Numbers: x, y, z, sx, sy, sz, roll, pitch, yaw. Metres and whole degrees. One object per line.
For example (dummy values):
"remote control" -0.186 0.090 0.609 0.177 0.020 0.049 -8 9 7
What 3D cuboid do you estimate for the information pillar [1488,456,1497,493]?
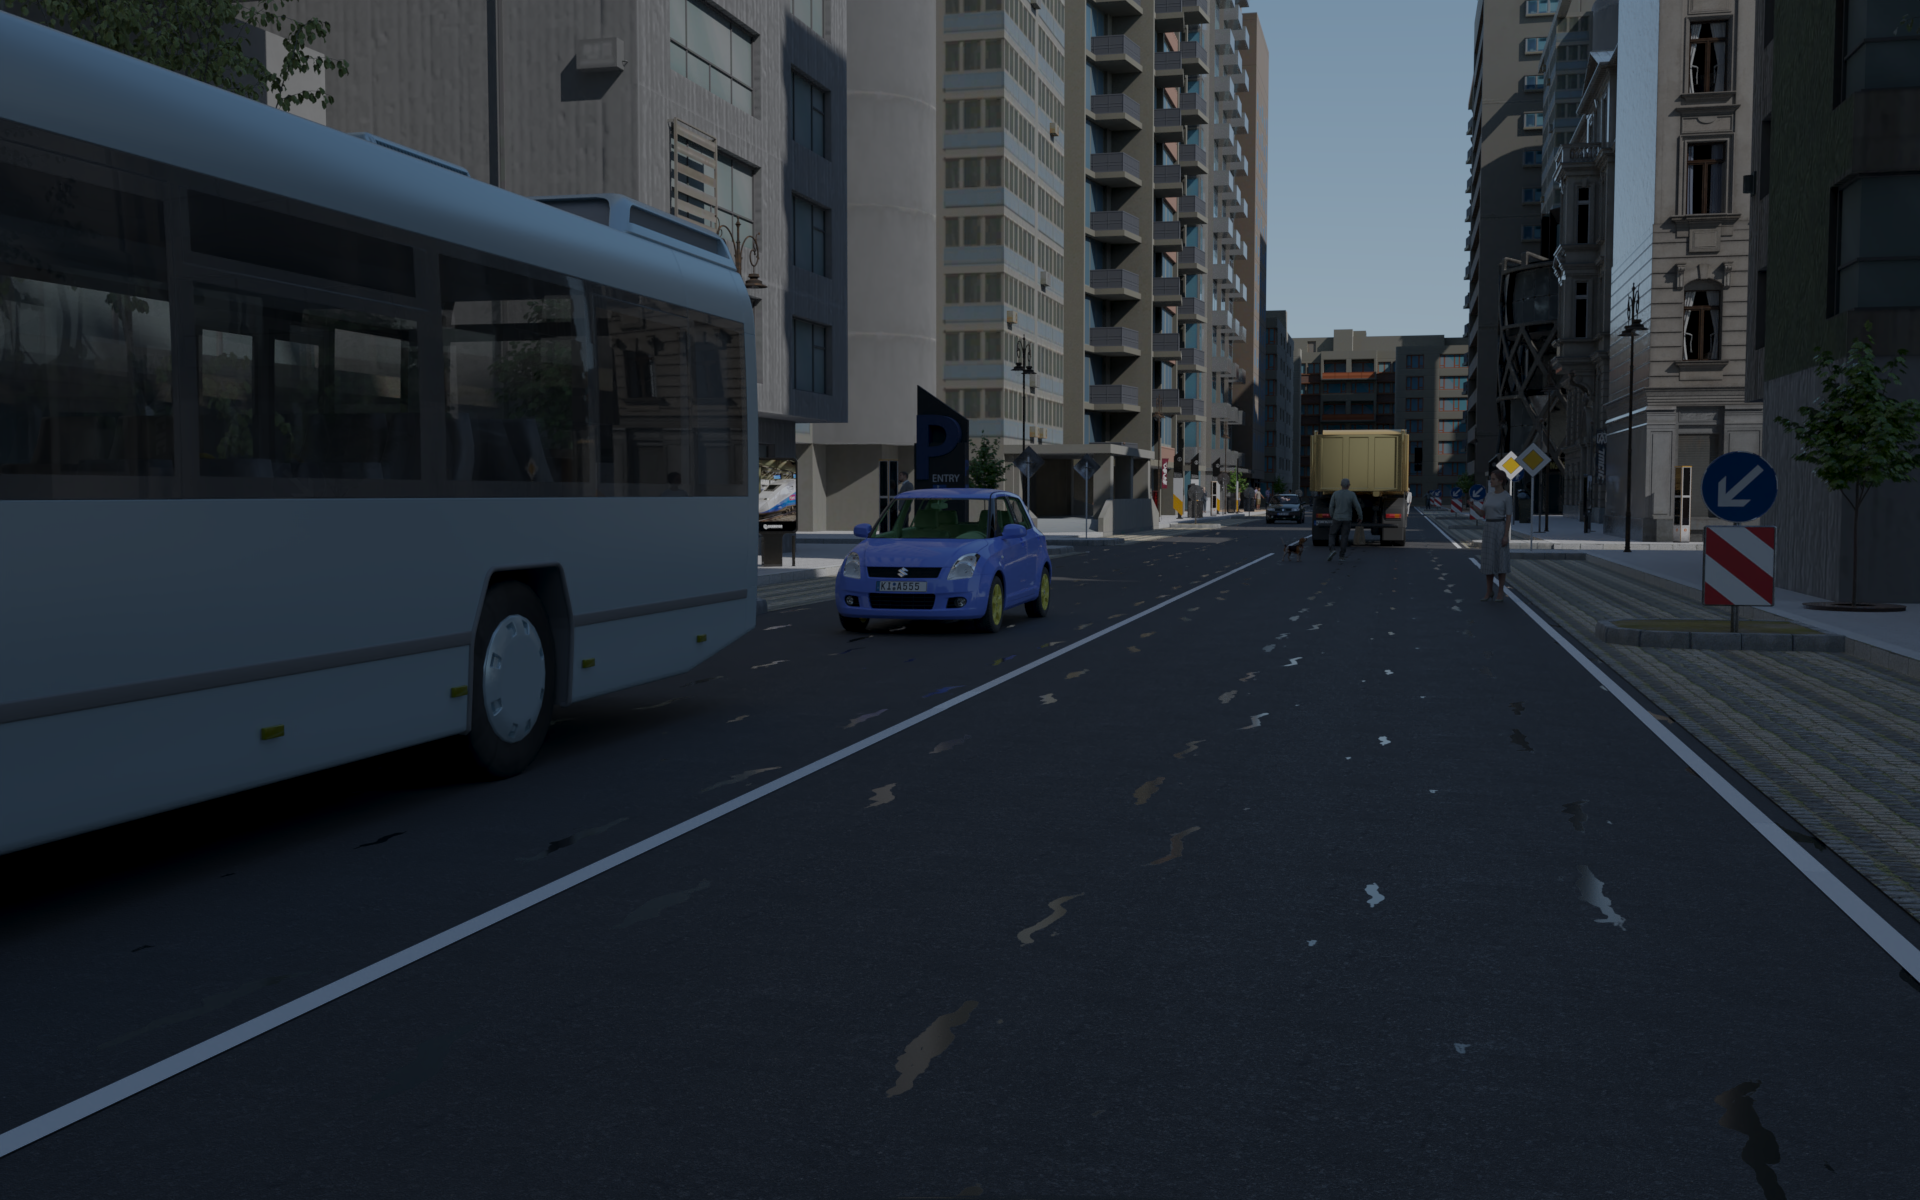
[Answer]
"information pillar" 32.267 -6.947 104.939 0.504 3.616 0.183 0 4 7

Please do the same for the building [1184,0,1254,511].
"building" 11.388 -31.853 140.412 23.786 49.044 30.456 1 4 14

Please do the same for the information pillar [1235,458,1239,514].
"information pillar" 18.079 -7.437 112.945 0.183 3.616 0.504 0 4 5

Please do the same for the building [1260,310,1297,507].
"building" 20.380 -20.885 186.506 28.899 21.520 27.650 1 4 14

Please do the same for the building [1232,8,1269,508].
"building" 21.002 -31.252 161.083 14.600 45.320 14.200 1 4 14

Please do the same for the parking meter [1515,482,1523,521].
"parking meter" 26.862 -4.743 83.265 0.399 1.863 0.255 0 4 3

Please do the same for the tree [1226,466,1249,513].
"tree" 18.815 -7.603 118.916 1.663 3.219 1.824 0 3 0

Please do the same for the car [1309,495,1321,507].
"car" 38.610 -10.651 186.729 1.945 1.354 3.894 1 4 13

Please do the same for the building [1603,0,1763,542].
"building" 28.090 -12.170 48.123 18.267 20.994 9.793 1 4 14

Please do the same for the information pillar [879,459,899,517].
"information pillar" -1.518 -1.979 36.843 0.304 2.012 0.304 3 5 42

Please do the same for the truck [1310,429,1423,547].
"truck" 11.884 -3.375 51.099 3.469 3.379 9.791 1 4 14

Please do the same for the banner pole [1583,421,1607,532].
"banner pole" 21.649 -4.211 58.862 0.401 3.779 0.863 -3 4 -37

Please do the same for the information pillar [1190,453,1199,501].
"information pillar" 13.289 -6.524 98.016 0.504 3.616 0.183 -1 4 -18

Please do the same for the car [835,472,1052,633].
"car" -0.125 -0.583 19.118 1.945 1.707 3.694 1 4 15

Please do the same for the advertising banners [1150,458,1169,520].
"advertising banners" 9.464 -5.369 83.973 2.074 3.025 0.090 -3 5 -44

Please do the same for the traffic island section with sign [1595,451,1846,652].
"traffic island section with sign" 7.251 -0.495 16.718 1.989 1.847 2.006 1 4 14

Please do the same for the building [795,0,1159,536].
"building" -9.069 -22.996 67.870 32.217 40.220 23.993 1 4 14

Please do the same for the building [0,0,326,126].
"building" -24.776 -26.187 17.392 28.713 52.752 27.495 1 4 14

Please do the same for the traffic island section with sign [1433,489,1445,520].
"traffic island section with sign" 27.728 -5.418 97.209 1.989 1.847 2.006 1 4 14

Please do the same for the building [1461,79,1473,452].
"building" 62.256 -31.759 173.880 22.147 44.769 28.867 1 4 14

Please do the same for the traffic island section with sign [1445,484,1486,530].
"traffic island section with sign" 20.934 -3.787 70.544 1.989 1.847 2.006 1 4 14

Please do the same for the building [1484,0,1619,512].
"building" 55.584 -26.547 125.920 32.217 40.220 23.993 1 4 14

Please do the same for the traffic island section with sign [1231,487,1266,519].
"traffic island section with sign" 16.754 -5.591 100.033 1.989 1.847 2.006 1 4 14

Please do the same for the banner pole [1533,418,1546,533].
"banner pole" 19.117 -4.095 56.975 0.401 3.779 0.863 1 4 15

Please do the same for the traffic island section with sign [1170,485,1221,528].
"traffic island section with sign" 10.044 -3.975 73.615 1.989 1.847 2.006 1 4 14

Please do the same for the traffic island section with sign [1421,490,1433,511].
"traffic island section with sign" 39.959 -8.361 145.326 1.989 1.847 2.006 1 4 14

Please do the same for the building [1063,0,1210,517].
"building" 2.597 -27.298 100.940 22.147 44.769 28.867 1 4 14

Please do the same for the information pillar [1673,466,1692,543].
"information pillar" 19.010 -2.514 45.594 0.304 2.012 0.304 -1 4 -18

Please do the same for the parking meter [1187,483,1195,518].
"parking meter" 12.422 -5.343 93.066 0.399 1.863 0.255 -3 5 -41

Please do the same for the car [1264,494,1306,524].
"car" 15.942 -4.587 84.785 2.009 1.686 4.222 1 4 14

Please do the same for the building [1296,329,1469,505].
"building" 49.020 -22.788 217.619 28.899 21.520 27.650 1 4 14

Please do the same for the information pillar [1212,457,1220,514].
"information pillar" 16.128 -7.192 108.947 0.504 3.616 0.183 0 4 6

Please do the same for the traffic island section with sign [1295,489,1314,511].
"traffic island section with sign" 29.131 -8.566 148.676 1.989 1.847 2.006 1 4 14

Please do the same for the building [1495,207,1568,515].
"building" 42.283 -14.723 108.168 16.820 18.784 16.811 1 4 14

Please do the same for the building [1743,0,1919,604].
"building" 18.868 -15.458 24.437 14.160 30.474 14.107 1 4 14

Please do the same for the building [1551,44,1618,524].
"building" 34.076 -15.782 77.115 14.460 24.649 34.723 1 4 14

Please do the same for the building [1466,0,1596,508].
"building" 55.547 -32.158 149.479 21.300 48.544 21.600 1 4 14

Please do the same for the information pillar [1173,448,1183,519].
"information pillar" 11.200 -5.963 88.845 0.504 3.616 0.183 2 4 24

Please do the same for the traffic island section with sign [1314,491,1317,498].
"traffic island section with sign" 35.844 -10.180 175.075 1.989 1.847 2.006 1 4 14

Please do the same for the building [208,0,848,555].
"building" -10.206 -21.527 35.562 14.086 41.232 14.154 1 4 14

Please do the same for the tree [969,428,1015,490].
"tree" 0.705 -3.473 51.381 1.663 3.219 1.824 0 3 0

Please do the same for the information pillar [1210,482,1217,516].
"information pillar" 14.819 -5.917 101.228 0.304 2.012 0.304 -1 4 -12

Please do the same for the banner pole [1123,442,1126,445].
"banner pole" 8.102 -5.745 83.940 0.863 3.779 0.401 -3 5 -43

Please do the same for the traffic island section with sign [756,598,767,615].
"traffic island section with sign" -3.405 -0.739 20.713 1.989 1.847 2.006 1 4 14

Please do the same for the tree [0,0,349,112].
"tree" -7.284 -3.962 15.141 4.737 8.622 4.395 0 3 0
